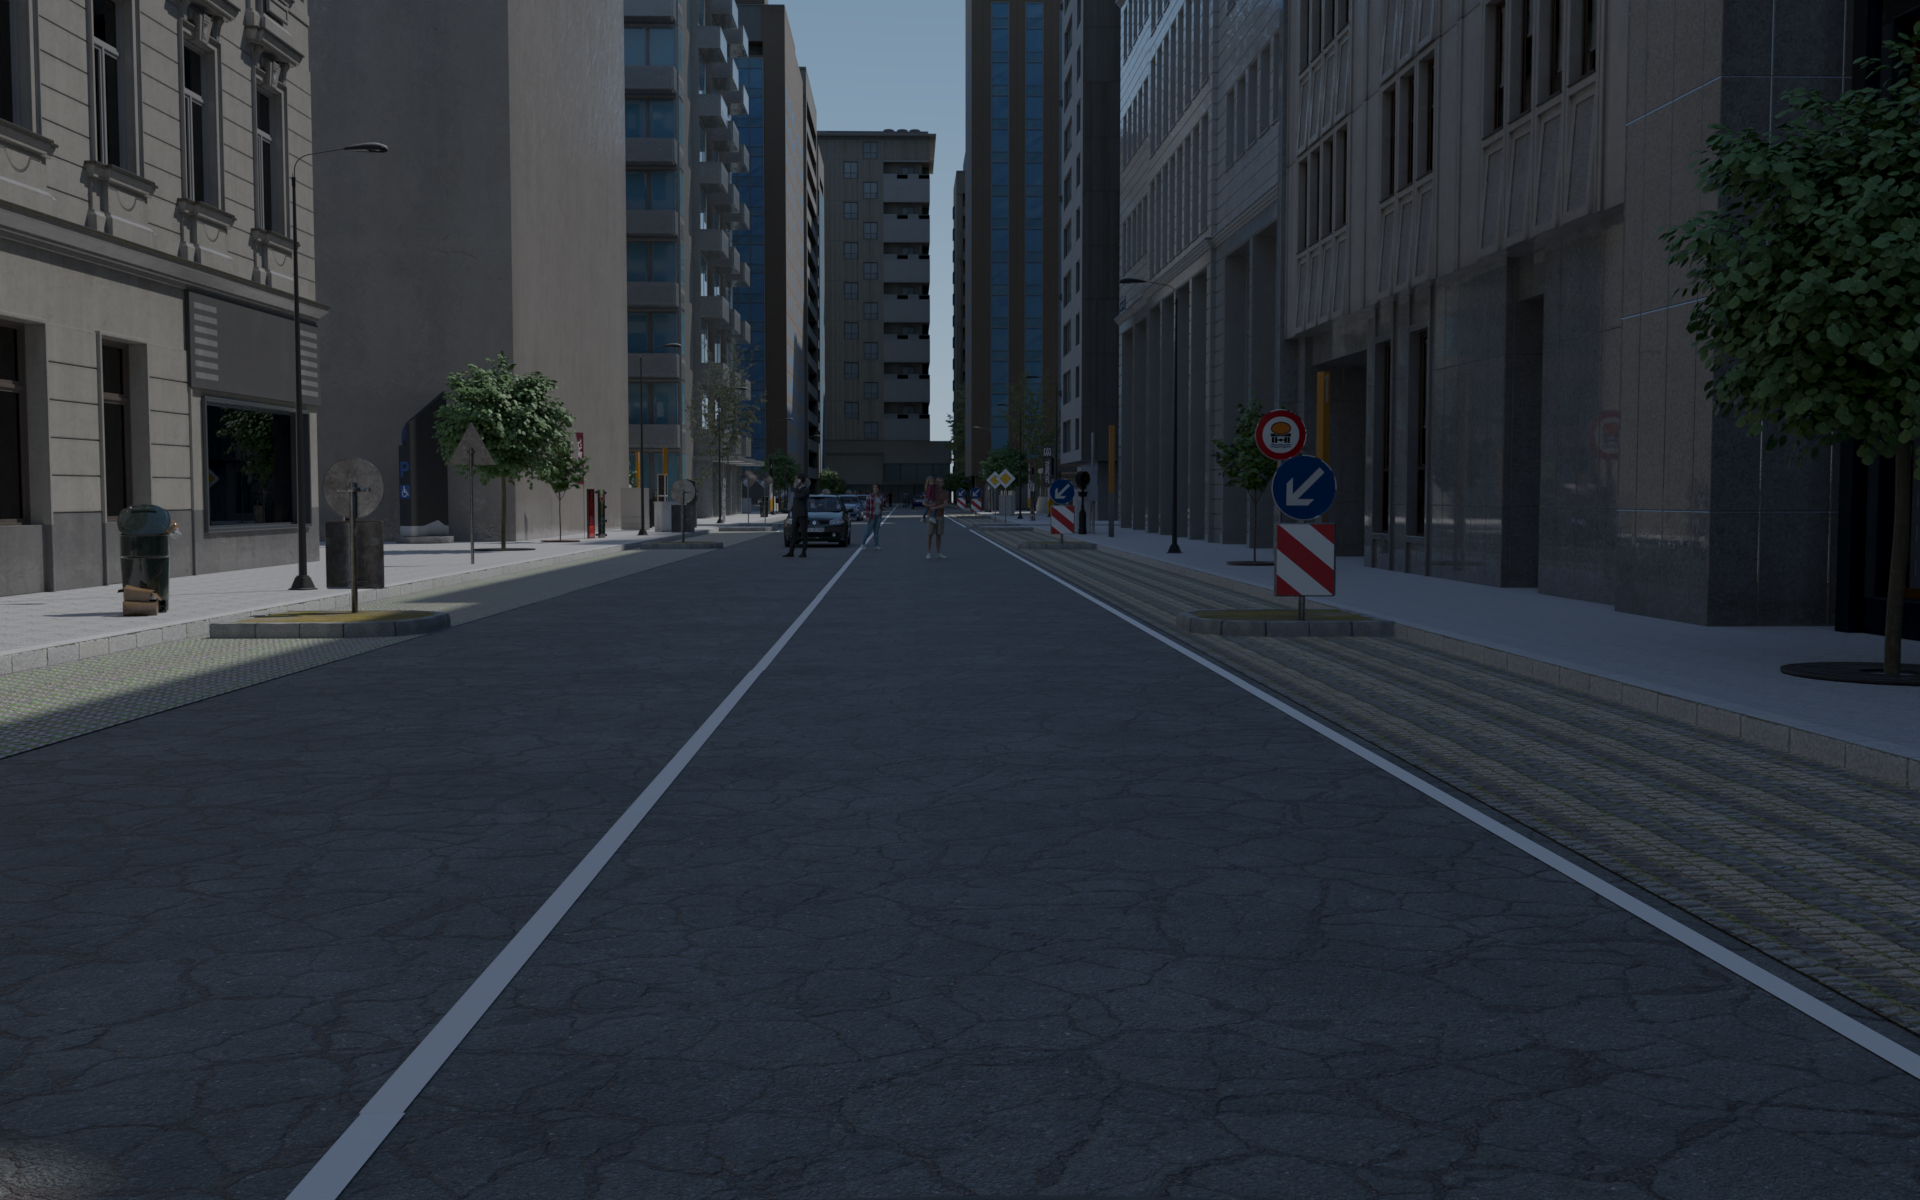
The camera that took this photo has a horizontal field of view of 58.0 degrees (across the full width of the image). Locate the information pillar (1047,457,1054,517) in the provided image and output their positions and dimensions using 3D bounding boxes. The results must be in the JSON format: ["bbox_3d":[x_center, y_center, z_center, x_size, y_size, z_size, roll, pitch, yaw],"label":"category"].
[{"bbox_3d":[5.051,-6.413,96.213,0.504,3.616,0.183,-3,5,-44],"label":"information pillar"}]

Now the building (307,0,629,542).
[{"bbox_3d":[-29.263,-15.318,54.967,34.151,26.468,19.350,0,4,-2],"label":"building"}]

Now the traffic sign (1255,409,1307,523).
[{"bbox_3d":[4.818,-1.589,26.092,0.768,2.556,0.104,0,4,4],"label":"traffic sign"}]

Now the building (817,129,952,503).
[{"bbox_3d":[-15.212,-40.362,249.162,27.495,52.752,28.713,0,4,-2],"label":"building"}]

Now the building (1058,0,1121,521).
[{"bbox_3d":[12.474,-19.197,85.574,14.107,30.474,14.160,0,4,-2],"label":"building"}]

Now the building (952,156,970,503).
[{"bbox_3d":[9.665,-38.096,246.572,21.600,48.544,21.300,0,4,-2],"label":"building"}]

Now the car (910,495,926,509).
[{"bbox_3d":[-3.822,-9.426,166.700,1.945,1.354,3.894,0,4,-3],"label":"car"}]

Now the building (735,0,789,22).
[{"bbox_3d":[-22.189,-31.003,157.010,14.600,45.320,14.200,0,4,-2],"label":"building"}]

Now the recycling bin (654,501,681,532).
[{"bbox_3d":[-9.895,-2.819,58.646,0.722,1.027,0.722,-2,4,-29],"label":"recycling bin"}]

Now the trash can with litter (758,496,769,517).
[{"bbox_3d":[-10.870,-5.155,95.667,0.624,1.170,1.055,0,4,-6],"label":"trash can with litter"}]

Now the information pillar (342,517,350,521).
[{"bbox_3d":[-14.854,-2.301,42.107,0.304,2.012,0.304,-2,4,-24],"label":"information pillar"}]

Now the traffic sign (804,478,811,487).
[{"bbox_3d":[-12.024,-8.254,135.057,0.768,2.556,0.104,0,4,1],"label":"traffic sign"}]

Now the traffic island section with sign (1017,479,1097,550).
[{"bbox_3d":[2.501,-2.245,45.337,1.989,1.847,2.006,0,4,-2],"label":"traffic island section with sign"}]

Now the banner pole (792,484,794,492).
[{"bbox_3d":[-14.269,-9.694,148.512,0.401,3.779,0.863,-2,4,-29],"label":"banner pole"}]

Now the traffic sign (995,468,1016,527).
[{"bbox_3d":[1.782,-3.928,67.869,0.795,2.450,0.064,0,4,-2],"label":"traffic sign"}]

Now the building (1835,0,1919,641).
[{"bbox_3d":[14.569,-10.893,7.786,12.332,23.373,15.834,0,4,-2],"label":"building"}]

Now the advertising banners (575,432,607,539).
[{"bbox_3d":[-10.625,-3.283,49.866,0.090,3.025,2.074,1,4,12],"label":"advertising banners"}]

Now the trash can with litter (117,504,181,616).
[{"bbox_3d":[-8.705,-0.440,18.589,0.624,1.170,1.055,-1,4,-23],"label":"trash can with litter"}]

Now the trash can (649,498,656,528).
[{"bbox_3d":[-11.809,-3.274,65.180,0.748,1.137,0.748,0,3,0],"label":"trash can"}]

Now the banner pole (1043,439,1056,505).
[{"bbox_3d":[4.096,-5.413,78.527,0.863,3.779,0.401,2,4,34],"label":"banner pole"}]

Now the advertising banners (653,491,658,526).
[{"bbox_3d":[-12.452,-4.350,67.314,2.074,3.025,0.090,-1,4,-10],"label":"advertising banners"}]

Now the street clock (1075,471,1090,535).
[{"bbox_3d":[3.892,-3.080,54.920,0.358,2.002,0.471,3,5,44],"label":"street clock"}]

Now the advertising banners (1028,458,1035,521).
[{"bbox_3d":[3.424,-5.302,82.878,0.090,3.025,2.074,0,4,-6],"label":"advertising banners"}]

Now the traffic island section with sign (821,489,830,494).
[{"bbox_3d":[-9.782,-7.250,127.169,1.989,1.847,2.006,0,4,-2],"label":"traffic island section with sign"}]

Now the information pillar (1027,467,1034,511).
[{"bbox_3d":[5.339,-8.525,130.738,0.504,3.616,0.183,-1,4,-13],"label":"information pillar"}]

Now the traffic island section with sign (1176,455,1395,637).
[{"bbox_3d":[3.338,-0.587,18.221,1.989,1.847,2.006,0,4,-2],"label":"traffic island section with sign"}]

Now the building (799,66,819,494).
[{"bbox_3d":[-26.742,-34.564,188.828,21.300,48.544,21.600,0,4,-2],"label":"building"}]

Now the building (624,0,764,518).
[{"bbox_3d":[-23.791,-29.238,97.642,23.786,49.044,30.456,0,4,-2],"label":"building"}]

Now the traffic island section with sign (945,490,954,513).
[{"bbox_3d":[-0.036,-7.309,128.129,1.989,1.847,2.006,0,4,-2],"label":"traffic island section with sign"}]

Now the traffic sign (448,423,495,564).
[{"bbox_3d":[-8.917,-1.934,31.619,0.884,2.594,0.081,0,4,5],"label":"traffic sign"}]

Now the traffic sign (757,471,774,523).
[{"bbox_3d":[-8.504,-4.399,75.563,0.795,2.450,0.064,0,4,-2],"label":"traffic sign"}]

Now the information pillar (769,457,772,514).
[{"bbox_3d":[-12.041,-7.291,110.567,0.183,3.616,0.504,1,4,12],"label":"information pillar"}]

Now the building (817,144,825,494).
[{"bbox_3d":[-24.366,-34.646,216.572,14.200,45.320,14.600,0,4,-2],"label":"building"}]

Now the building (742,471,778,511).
[{"bbox_3d":[-30.554,-26.972,132.880,32.217,40.220,23.993,0,4,-2],"label":"building"}]

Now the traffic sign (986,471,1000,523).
[{"bbox_3d":[1.537,-4.416,75.850,0.795,2.450,0.064,0,4,-2],"label":"traffic sign"}]

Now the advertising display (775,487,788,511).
[{"bbox_3d":[-13.247,-7.546,128.596,0.974,1.923,0.123,1,4,17],"label":"advertising display"}]

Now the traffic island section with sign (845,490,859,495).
[{"bbox_3d":[-11.331,-10.326,177.451,1.989,1.847,2.006,0,4,-2],"label":"traffic island section with sign"}]

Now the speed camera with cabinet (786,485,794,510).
[{"bbox_3d":[-13.105,-8.484,133.044,0.660,3.252,2.038,1,4,19],"label":"speed camera with cabinet"}]

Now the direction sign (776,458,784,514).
[{"bbox_3d":[-11.587,-7.252,110.568,0.379,3.537,0.876,0,4,-8],"label":"direction sign"}]

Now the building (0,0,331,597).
[{"bbox_3d":[-19.520,-14.461,12.848,17.030,29.872,44.131,0,4,-2],"label":"building"}]

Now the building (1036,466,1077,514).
[{"bbox_3d":[21.616,-25.744,112.796,32.217,40.220,23.993,0,4,-2],"label":"building"}]

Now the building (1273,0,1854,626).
[{"bbox_3d":[12.929,-12.727,26.109,12.078,24.808,19.932,0,4,-2],"label":"building"}]

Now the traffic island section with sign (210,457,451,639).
[{"bbox_3d":[-6.438,-0.575,18.026,1.989,1.847,2.006,0,4,-2],"label":"traffic island section with sign"}]

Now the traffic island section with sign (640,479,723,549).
[{"bbox_3d":[-7.276,-2.258,45.552,1.989,1.847,2.006,0,4,-2],"label":"traffic island section with sign"}]

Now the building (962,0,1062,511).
[{"bbox_3d":[7.561,-29.918,139.269,14.600,45.320,14.200,0,4,-2],"label":"building"}]

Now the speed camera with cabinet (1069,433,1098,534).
[{"bbox_3d":[4.009,-3.801,56.488,0.660,3.252,2.038,0,4,-7],"label":"speed camera with cabinet"}]

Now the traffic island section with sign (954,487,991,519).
[{"bbox_3d":[0.795,-5.648,100.972,1.989,1.847,2.006,0,4,-2],"label":"traffic island section with sign"}]

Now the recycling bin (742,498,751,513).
[{"bbox_3d":[-14.378,-6.281,115.254,0.722,1.027,0.722,-3,5,-41],"label":"recycling bin"}]

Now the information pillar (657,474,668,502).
[{"bbox_3d":[-10.921,-3.615,63.591,0.304,2.012,0.304,0,4,5],"label":"information pillar"}]

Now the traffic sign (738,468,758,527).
[{"bbox_3d":[-8.259,-3.911,67.582,0.795,2.450,0.064,0,4,-2],"label":"traffic sign"}]

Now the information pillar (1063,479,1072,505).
[{"bbox_3d":[5.162,-4.823,83.342,0.304,2.012,0.304,-3,4,-37],"label":"information pillar"}]

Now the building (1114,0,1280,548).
[{"bbox_3d":[11.873,-16.714,50.766,11.434,29.767,29.804,0,4,-2],"label":"building"}]

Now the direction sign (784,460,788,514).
[{"bbox_3d":[-11.551,-7.472,114.170,0.379,3.537,0.876,0,4,3],"label":"direction sign"}]
